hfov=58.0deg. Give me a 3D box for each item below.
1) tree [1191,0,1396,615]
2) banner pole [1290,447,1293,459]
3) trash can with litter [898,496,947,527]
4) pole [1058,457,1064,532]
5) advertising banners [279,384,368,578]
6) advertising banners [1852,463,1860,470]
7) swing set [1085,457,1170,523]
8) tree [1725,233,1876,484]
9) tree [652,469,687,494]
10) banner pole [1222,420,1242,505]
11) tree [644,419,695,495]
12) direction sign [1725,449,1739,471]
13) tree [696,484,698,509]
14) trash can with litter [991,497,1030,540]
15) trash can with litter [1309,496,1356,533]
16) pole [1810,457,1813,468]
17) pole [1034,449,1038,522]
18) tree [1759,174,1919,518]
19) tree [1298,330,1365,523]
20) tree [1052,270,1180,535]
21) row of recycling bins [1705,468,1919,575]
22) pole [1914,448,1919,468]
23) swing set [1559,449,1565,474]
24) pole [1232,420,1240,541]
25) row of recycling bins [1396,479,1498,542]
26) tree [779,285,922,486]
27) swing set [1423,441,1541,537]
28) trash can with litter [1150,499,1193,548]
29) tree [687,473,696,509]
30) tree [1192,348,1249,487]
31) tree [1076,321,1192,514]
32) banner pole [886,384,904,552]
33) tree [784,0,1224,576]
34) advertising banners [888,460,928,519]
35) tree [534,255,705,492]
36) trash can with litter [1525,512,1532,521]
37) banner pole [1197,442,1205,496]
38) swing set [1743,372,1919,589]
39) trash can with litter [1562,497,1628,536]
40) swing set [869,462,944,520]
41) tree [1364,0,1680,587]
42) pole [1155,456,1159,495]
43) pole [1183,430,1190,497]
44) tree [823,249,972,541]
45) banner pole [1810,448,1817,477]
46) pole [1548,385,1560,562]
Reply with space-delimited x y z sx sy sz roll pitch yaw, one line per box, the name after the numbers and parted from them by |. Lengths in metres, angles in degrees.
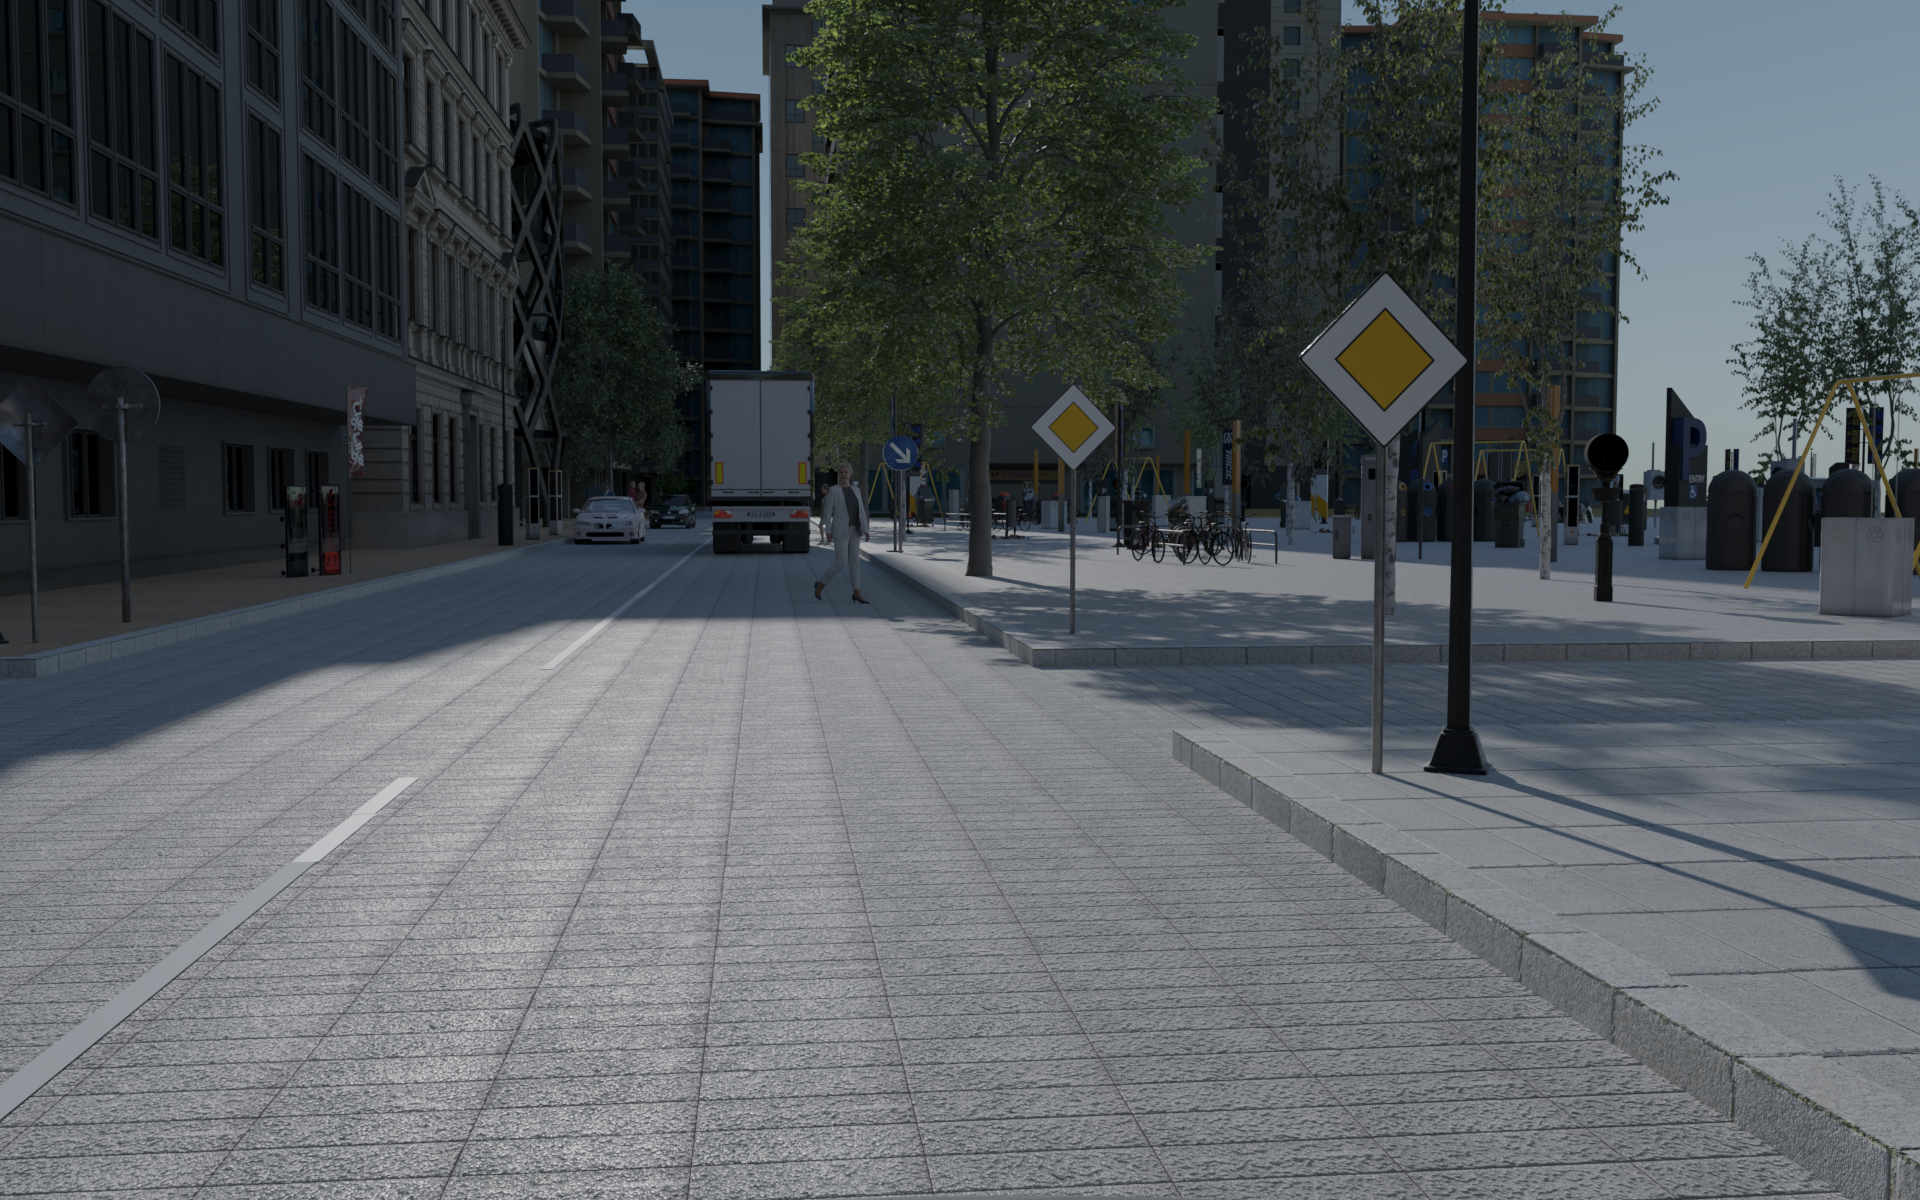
4.562 -4.165 18.463 4.360 8.622 3.978 0 3 0 | tree
16.010 -5.728 83.663 0.401 3.779 0.863 0 4 0 | banner pole
-1.651 -3.479 67.934 1.678 1.210 2.233 -2 4 -32 | trash can with litter
3.426 -3.958 58.561 0.158 3.312 0.155 0 3 0 | pole
-9.944 -1.897 27.211 0.090 3.025 2.074 1 4 19 | advertising banners
49.324 -6.153 96.794 2.074 3.025 0.090 0 4 -7 | advertising banners
7.417 -4.725 74.879 2.862 2.851 3.119 -2 4 -28 | swing set
24.117 -6.096 50.037 4.737 8.622 4.395 0 3 0 | tree
-20.471 -7.729 120.978 1.663 3.219 1.824 0 3 0 | tree
9.271 -4.205 58.774 0.863 3.779 0.401 2 4 28 | banner pole
-21.629 -10.742 125.995 4.737 8.622 4.395 0 3 0 | tree
38.614 -5.793 86.710 0.379 3.537 0.876 -1 4 -22 | direction sign
-23.893 -9.738 153.817 1.663 3.219 1.824 0 3 0 | tree
1.189 -2.348 49.442 1.678 1.210 2.233 2 4 27 | trash can with litter
12.433 -2.833 57.385 1.678 1.210 2.233 -1 4 -22 | trash can with litter
47.136 -6.239 95.849 0.158 3.312 0.155 0 3 0 | pole
3.469 -5.215 79.102 0.158 3.312 0.155 0 3 0 | pole
20.641 -5.427 39.094 4.360 8.622 3.978 0 3 0 | tree
16.092 -7.730 76.748 4.737 8.622 4.395 0 3 0 | tree
5.108 -6.354 54.244 4.360 8.622 3.978 0 3 0 | tree
14.140 -1.306 28.471 3.534 1.692 1.069 3 4 36 | row of recycling bins
42.648 -5.104 77.301 0.158 3.312 0.155 0 3 0 | pole
19.545 -3.864 60.798 3.119 2.851 2.862 3 4 37 | swing set
7.617 -3.299 47.790 0.158 3.312 0.155 0 3 0 | pole
12.814 -2.418 46.649 3.534 1.692 1.069 -1 4 -11 | row of recycling bins
-4.865 -8.470 72.896 7.601 10.594 8.767 -1 4 -20 | tree
15.287 -3.308 51.710 3.119 2.851 2.862 3 5 39 | swing set
5.006 -1.842 41.509 1.055 1.170 0.624 0 4 -4 | trash can with litter
-21.808 -8.569 134.712 1.663 3.219 1.824 0 3 0 | tree
12.406 -8.327 86.510 4.737 8.622 4.395 0 3 0 | tree
6.655 -7.250 68.896 4.737 8.622 4.395 0 3 0 | tree
-1.472 -2.963 38.455 0.401 3.779 0.863 -1 4 -9 | banner pole
0.622 -6.665 27.105 7.486 12.596 7.792 0 3 0 | tree
-2.627 -5.637 88.359 2.074 3.025 0.090 -1 4 -15 | advertising banners
-17.033 -10.189 83.591 9.611 12.733 9.660 0 3 0 | tree
27.297 -4.431 83.509 2.233 1.210 1.678 -2 4 -32 | trash can with litter
11.596 -5.715 83.455 0.401 3.779 0.863 3 4 37 | banner pole
12.282 -1.517 22.423 2.862 2.851 3.119 -1 4 -11 | swing set
19.543 -2.558 52.882 2.233 1.210 1.678 1 4 12 | trash can with litter
-2.683 -5.357 85.201 3.119 2.851 2.862 3 4 38 | swing set
8.558 -4.614 25.797 4.360 8.622 3.978 0 3 0 | tree
10.488 -6.006 92.042 0.158 3.312 0.155 0 3 0 | pole
7.279 -3.778 55.618 0.158 3.312 0.155 0 3 0 | pole
-1.549 -5.906 46.933 4.737 8.622 4.395 0 3 0 | tree
46.462 -6.383 94.385 0.863 3.779 0.401 -3 5 -40 | banner pole
11.155 -2.371 32.605 0.158 3.312 0.155 0 3 0 | pole
